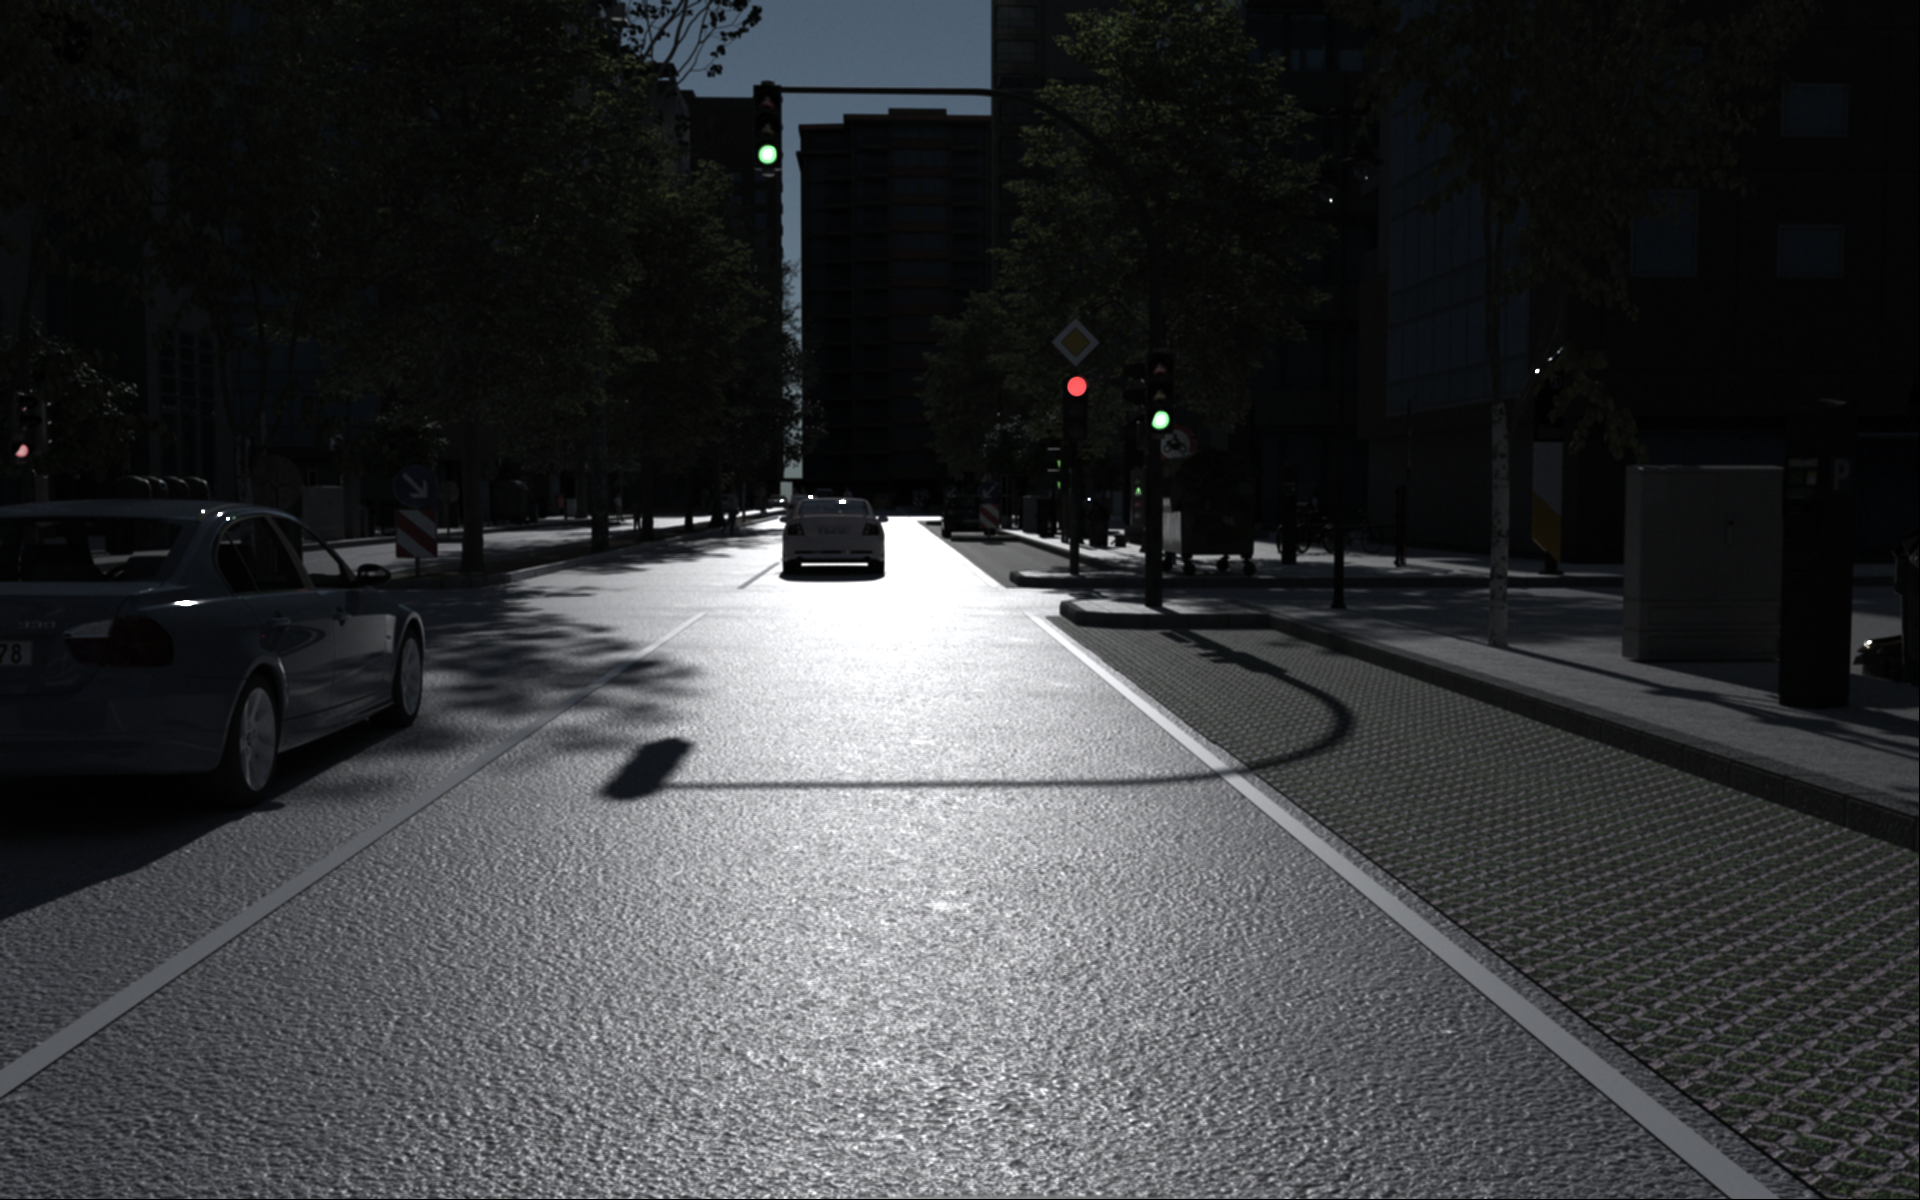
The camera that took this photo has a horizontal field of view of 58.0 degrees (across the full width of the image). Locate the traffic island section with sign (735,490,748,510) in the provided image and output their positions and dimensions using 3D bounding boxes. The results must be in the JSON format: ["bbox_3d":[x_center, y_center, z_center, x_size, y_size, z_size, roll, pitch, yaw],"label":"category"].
[{"bbox_3d":[-20.130,-8.991,155.636,1.989,1.847,2.006,0,4,-3],"label":"traffic island section with sign"}]

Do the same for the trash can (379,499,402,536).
[{"bbox_3d":[-17.419,-2.531,53.040,0.748,1.137,0.748,0,3,0],"label":"trash can"}]

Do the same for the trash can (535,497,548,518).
[{"bbox_3d":[-22.057,-4.868,91.241,0.748,1.137,0.748,0,3,0],"label":"trash can"}]

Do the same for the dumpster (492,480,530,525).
[{"bbox_3d":[-18.569,-4.024,71.555,1.264,1.857,1.865,0,4,-3],"label":"dumpster"}]

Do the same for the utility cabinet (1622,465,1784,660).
[{"bbox_3d":[5.731,-0.282,13.282,1.173,1.500,0.318,0,4,-4],"label":"utility cabinet"}]

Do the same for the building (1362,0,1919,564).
[{"bbox_3d":[17.668,-23.672,37.142,14.200,45.320,14.600,0,4,-3],"label":"building"}]

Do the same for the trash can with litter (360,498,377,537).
[{"bbox_3d":[-17.848,-2.466,51.699,0.624,1.170,1.055,-3,5,-42],"label":"trash can with litter"}]

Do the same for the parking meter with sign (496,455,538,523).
[{"bbox_3d":[-19.779,-4.967,77.466,1.738,3.016,0.543,0,4,2],"label":"parking meter with sign"}]

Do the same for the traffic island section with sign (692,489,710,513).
[{"bbox_3d":[-18.897,-7.344,128.709,1.989,1.847,2.006,0,4,-3],"label":"traffic island section with sign"}]

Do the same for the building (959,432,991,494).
[{"bbox_3d":[11.767,-51.781,159.297,22.319,86.520,31.000,0,4,-3],"label":"building"}]

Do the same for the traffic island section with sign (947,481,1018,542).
[{"bbox_3d":[0.726,-2.682,52.477,1.989,1.847,2.006,0,4,-3],"label":"traffic island section with sign"}]

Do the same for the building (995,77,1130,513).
[{"bbox_3d":[9.394,-21.544,123.943,14.160,30.474,14.107,0,4,-3],"label":"building"}]

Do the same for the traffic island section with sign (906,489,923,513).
[{"bbox_3d":[-2.842,-7.404,129.681,1.989,1.847,2.006,0,4,-3],"label":"traffic island section with sign"}]

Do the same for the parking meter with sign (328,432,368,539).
[{"bbox_3d":[-17.530,-3.272,49.753,0.543,3.016,1.738,0,4,2],"label":"parking meter with sign"}]

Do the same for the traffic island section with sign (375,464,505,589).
[{"bbox_3d":[-8.301,-1.153,26.984,2.006,1.907,1.989,0,4,-3],"label":"traffic island section with sign"}]

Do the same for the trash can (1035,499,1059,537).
[{"bbox_3d":[2.624,-2.480,52.199,0.748,1.137,0.748,0,3,0],"label":"trash can"}]

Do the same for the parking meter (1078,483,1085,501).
[{"bbox_3d":[5.363,-4.379,77.301,0.399,1.863,0.255,3,5,43],"label":"parking meter"}]

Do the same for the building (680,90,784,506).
[{"bbox_3d":[-27.380,-33.366,195.643,14.200,45.320,14.600,0,4,-3],"label":"building"}]

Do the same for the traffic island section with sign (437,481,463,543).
[{"bbox_3d":[-15.332,-2.630,51.635,1.989,1.847,2.006,0,4,-3],"label":"traffic island section with sign"}]

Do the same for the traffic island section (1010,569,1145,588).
[{"bbox_3d":[1.857,-0.337,27.791,2.009,0.180,2.903,0,4,-3],"label":"traffic island section"}]

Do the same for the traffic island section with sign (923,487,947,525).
[{"bbox_3d":[-0.556,-4.369,80.067,1.989,1.847,2.006,0,4,-3],"label":"traffic island section with sign"}]

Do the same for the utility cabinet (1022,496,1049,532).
[{"bbox_3d":[2.530,-2.879,58.226,0.306,1.237,1.020,-3,4,-38],"label":"utility cabinet"}]

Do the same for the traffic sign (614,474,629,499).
[{"bbox_3d":[-19.821,-6.203,101.425,0.884,2.594,0.081,0,4,-1],"label":"traffic sign"}]

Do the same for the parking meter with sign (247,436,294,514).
[{"bbox_3d":[-21.153,-3.465,52.909,0.543,3.016,1.738,1,4,22],"label":"parking meter with sign"}]

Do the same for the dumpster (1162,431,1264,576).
[{"bbox_3d":[3.946,-1.543,27.719,1.502,2.255,1.985,0,4,-3],"label":"dumpster"}]

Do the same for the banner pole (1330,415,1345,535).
[{"bbox_3d":[11.800,-3.898,53.753,0.401,3.779,0.863,0,4,-6],"label":"banner pole"}]

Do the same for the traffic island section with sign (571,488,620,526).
[{"bbox_3d":[-16.597,-4.312,79.132,1.989,1.847,2.006,0,4,-3],"label":"traffic island section with sign"}]

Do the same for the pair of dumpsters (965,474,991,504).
[{"bbox_3d":[1.164,-5.228,87.967,1.574,2.255,4.437,0,4,-3],"label":"pair of dumpsters"}]

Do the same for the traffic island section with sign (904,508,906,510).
[{"bbox_3d":[-4.089,-9.051,156.607,1.989,1.847,2.006,0,4,-3],"label":"traffic island section with sign"}]

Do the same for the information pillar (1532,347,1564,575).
[{"bbox_3d":[9.380,-2.217,27.596,0.504,3.616,0.183,-1,4,-12],"label":"information pillar"}]

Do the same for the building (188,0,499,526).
[{"bbox_3d":[-28.125,-25.913,73.788,14.600,45.320,14.200,0,4,-3],"label":"building"}]

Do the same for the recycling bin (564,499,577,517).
[{"bbox_3d":[-21.628,-5.150,96.755,0.722,1.027,0.722,2,4,24],"label":"recycling bin"}]

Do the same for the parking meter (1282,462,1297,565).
[{"bbox_3d":[6.007,-1.582,31.577,0.255,1.863,0.399,1,4,9],"label":"parking meter"}]

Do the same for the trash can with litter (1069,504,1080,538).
[{"bbox_3d":[3.600,-2.385,50.388,0.624,1.170,1.055,3,5,44],"label":"trash can with litter"}]

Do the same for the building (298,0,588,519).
[{"bbox_3d":[-31.254,-28.008,108.038,14.600,45.320,14.200,0,4,-3],"label":"building"}]

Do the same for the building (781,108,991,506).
[{"bbox_3d":[-5.618,-33.336,199.665,28.867,44.769,22.147,0,4,-3],"label":"building"}]

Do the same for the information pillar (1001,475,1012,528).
[{"bbox_3d":[1.763,-3.733,65.534,0.304,2.012,0.304,3,5,41],"label":"information pillar"}]

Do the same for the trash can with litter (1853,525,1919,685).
[{"bbox_3d":[6.508,-0.027,11.828,0.624,1.170,1.055,0,4,-5],"label":"trash can with litter"}]

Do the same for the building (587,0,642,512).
[{"bbox_3d":[-36.920,-31.231,130.242,23.786,49.044,30.456,0,4,-3],"label":"building"}]

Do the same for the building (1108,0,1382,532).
[{"bbox_3d":[18.284,-27.574,70.436,23.786,49.044,30.456,0,4,-3],"label":"building"}]

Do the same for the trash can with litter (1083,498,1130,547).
[{"bbox_3d":[3.627,-1.893,42.341,1.055,1.170,0.624,0,4,1],"label":"trash can with litter"}]

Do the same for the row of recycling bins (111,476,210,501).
[{"bbox_3d":[-18.790,-2.054,40.700,1.069,1.692,3.534,0,4,3],"label":"row of recycling bins"}]

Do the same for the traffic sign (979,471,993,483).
[{"bbox_3d":[1.352,-5.201,85.040,0.884,2.594,0.081,0,4,6],"label":"traffic sign"}]

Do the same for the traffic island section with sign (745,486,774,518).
[{"bbox_3d":[-11.778,-5.744,102.043,2.006,1.907,1.989,0,4,-3],"label":"traffic island section with sign"}]

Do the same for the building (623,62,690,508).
[{"bbox_3d":[-33.266,-29.555,166.820,14.086,41.232,14.154,0,4,-3],"label":"building"}]

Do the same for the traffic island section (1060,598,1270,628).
[{"bbox_3d":[2.226,0.151,19.815,2.009,0.180,2.903,0,4,-3],"label":"traffic island section"}]

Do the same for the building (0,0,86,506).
[{"bbox_3d":[-33.610,-44.589,41.702,22.319,86.520,31.000,0,4,-3],"label":"building"}]

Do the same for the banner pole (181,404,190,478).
[{"bbox_3d":[-21.326,-3.532,47.766,0.401,3.779,0.863,-3,4,-36],"label":"banner pole"}]

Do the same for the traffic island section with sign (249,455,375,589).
[{"bbox_3d":[-7.969,-0.700,19.585,2.006,1.907,1.989,0,4,-3],"label":"traffic island section with sign"}]

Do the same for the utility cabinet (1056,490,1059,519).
[{"bbox_3d":[5.436,-4.807,87.272,1.173,1.500,0.318,2,4,28],"label":"utility cabinet"}]

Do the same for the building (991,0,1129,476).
[{"bbox_3d":[9.371,-27.776,137.734,14.154,41.232,14.086,0,4,-3],"label":"building"}]

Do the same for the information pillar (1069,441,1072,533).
[{"bbox_3d":[3.524,-3.927,55.559,0.183,3.616,0.504,-1,4,-19],"label":"information pillar"}]

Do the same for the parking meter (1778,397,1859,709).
[{"bbox_3d":[5.167,-0.289,10.438,0.399,1.863,0.255,-2,4,-31],"label":"parking meter"}]

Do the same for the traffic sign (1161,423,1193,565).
[{"bbox_3d":[3.881,-1.911,31.344,0.768,2.556,0.104,0,4,3],"label":"traffic sign"}]

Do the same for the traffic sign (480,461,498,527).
[{"bbox_3d":[-18.405,-4.123,67.525,0.768,2.556,0.104,0,4,1],"label":"traffic sign"}]

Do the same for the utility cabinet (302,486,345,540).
[{"bbox_3d":[-17.386,-2.363,47.322,0.318,1.500,1.173,2,4,28],"label":"utility cabinet"}]
